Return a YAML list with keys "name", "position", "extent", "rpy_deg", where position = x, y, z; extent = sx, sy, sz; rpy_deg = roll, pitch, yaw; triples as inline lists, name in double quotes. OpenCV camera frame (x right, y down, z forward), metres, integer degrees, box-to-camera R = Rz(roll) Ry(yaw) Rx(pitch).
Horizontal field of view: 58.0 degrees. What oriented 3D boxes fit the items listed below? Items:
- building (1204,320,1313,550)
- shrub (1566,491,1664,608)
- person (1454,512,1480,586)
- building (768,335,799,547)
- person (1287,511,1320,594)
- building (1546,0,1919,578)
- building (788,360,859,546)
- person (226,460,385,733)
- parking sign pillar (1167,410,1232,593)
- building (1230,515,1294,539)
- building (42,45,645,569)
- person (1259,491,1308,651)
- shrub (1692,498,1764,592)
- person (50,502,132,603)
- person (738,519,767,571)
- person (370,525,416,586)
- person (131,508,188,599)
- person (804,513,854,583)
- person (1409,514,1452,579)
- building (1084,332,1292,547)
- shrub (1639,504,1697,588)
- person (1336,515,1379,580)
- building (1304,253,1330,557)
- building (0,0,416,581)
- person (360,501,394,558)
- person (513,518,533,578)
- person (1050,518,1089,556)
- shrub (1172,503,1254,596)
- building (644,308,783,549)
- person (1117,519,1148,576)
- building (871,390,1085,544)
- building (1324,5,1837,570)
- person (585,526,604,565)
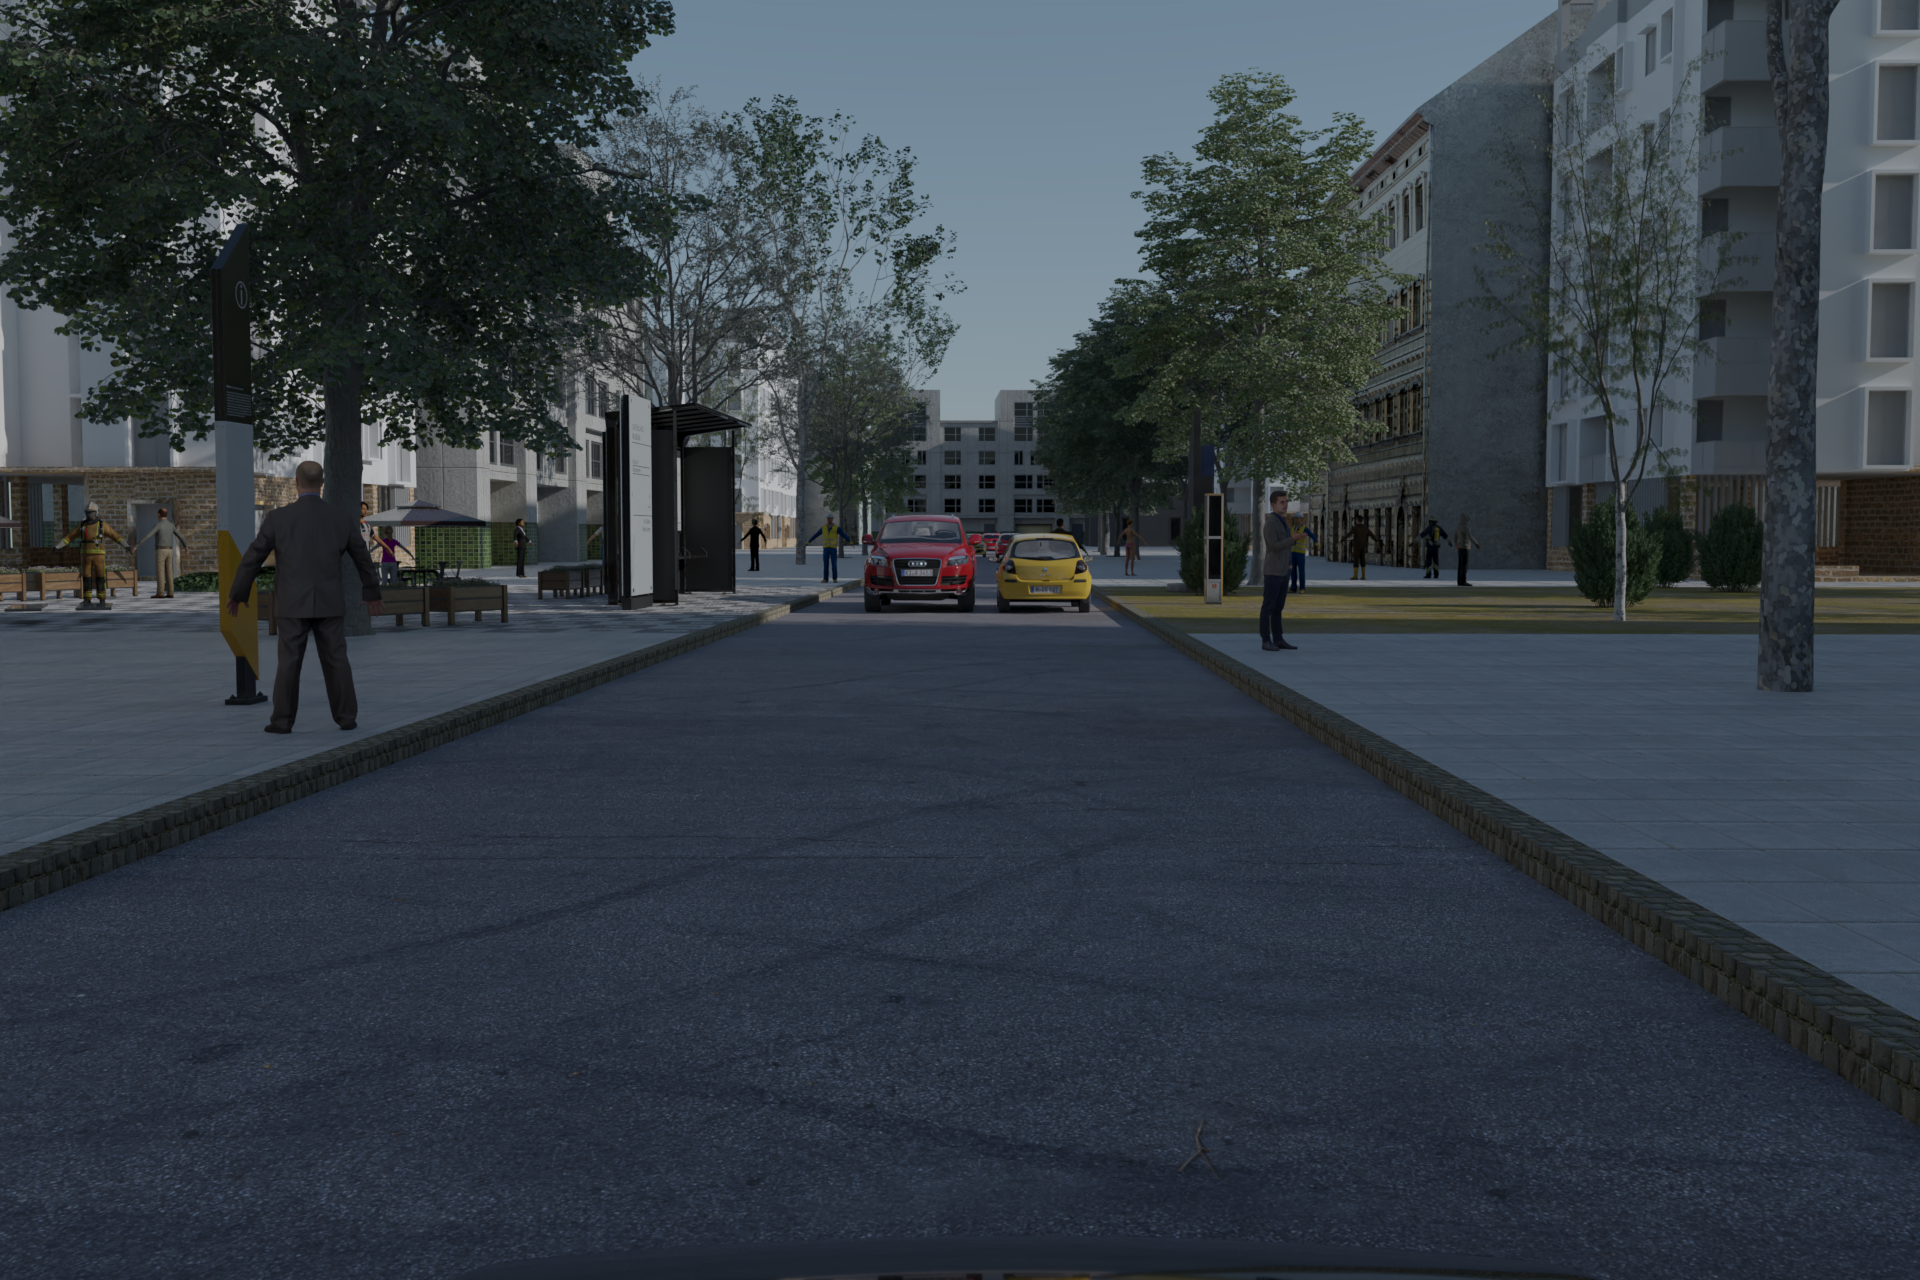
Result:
- name: "building"
  position: [26.536, -18.041, 151.386]
  extent: [16.016, 20.090, 11.380]
  rpy_deg: [0, 4, 2]
- name: "shrub"
  position: [11.487, -1.588, 30.380]
  extent: [1.690, 2.028, 1.600]
  rpy_deg: [0, 3, 0]
- name: "person"
  position: [12.429, -2.233, 42.631]
  extent: [0.705, 1.813, 1.348]
  rpy_deg: [0, 4, -7]
- name: "building"
  position: [-21.749, -18.937, 166.044]
  extent: [16.016, 20.090, 11.380]
  rpy_deg: [0, 4, 1]
- name: "person"
  position: [7.261, -1.894, 37.434]
  extent: [1.216, 1.772, 0.721]
  rpy_deg: [3, 5, 44]
- name: "building"
  position: [25.622, -12.364, 58.577]
  extent: [16.016, 20.090, 11.380]
  rpy_deg: [0, 4, 1]
- name: "building"
  position: [-21.409, -22.161, 193.253]
  extent: [19.493, 23.208, 18.063]
  rpy_deg: [0, 4, 2]
- name: "person"
  position: [-4.260, -0.286, 11.278]
  extent: [0.990, 1.755, 0.434]
  rpy_deg: [-2, 4, -31]
- name: "parking sign pillar"
  position: [5.316, -3.051, 38.359]
  extent: [1.447, 3.967, 1.447]
  rpy_deg: [0, 4, 2]
- name: "building"
  position: [29.883, -19.186, 170.108]
  extent: [16.016, 20.090, 11.380]
  rpy_deg: [0, 4, 2]
- name: "building"
  position: [-25.804, -12.988, 78.806]
  extent: [16.747, 18.905, 31.486]
  rpy_deg: [0, 4, 1]
- name: "person"
  position: [3.624, -0.762, 19.028]
  extent: [0.617, 1.759, 0.750]
  rpy_deg: [-3, 5, -45]
- name: "shrub"
  position: [17.130, -2.095, 38.291]
  extent: [1.661, 2.075, 1.752]
  rpy_deg: [0, 3, 0]
- name: "person"
  position: [-15.668, -1.561, 31.286]
  extent: [1.354, 1.858, 0.705]
  rpy_deg: [-1, 4, -14]
- name: "person"
  position: [-7.120, -3.281, 59.830]
  extent: [0.705, 1.806, 1.347]
  rpy_deg: [3, 5, 39]
- name: "person"
  position: [-10.095, -1.303, 30.568]
  extent: [0.991, 1.433, 0.599]
  rpy_deg: [-2, 4, -32]
- name: "person"
  position: [-15.871, -1.724, 34.465]
  extent: [0.705, 1.796, 1.348]
  rpy_deg: [2, 4, 24]
- name: "person"
  position: [-3.434, -2.431, 45.711]
  extent: [1.349, 1.833, 0.705]
  rpy_deg: [0, 4, 8]
- name: "person"
  position: [13.622, -2.703, 49.976]
  extent: [1.354, 1.856, 0.705]
  rpy_deg: [-1, 4, -14]
- name: "building"
  position: [27.653, -21.254, 191.484]
  extent: [27.936, 21.610, 32.646]
  rpy_deg: [0, 4, 2]
- name: "shrub"
  position: [16.865, -2.274, 41.597]
  extent: [1.690, 2.028, 1.600]
  rpy_deg: [0, 3, 0]
- name: "person"
  position: [11.185, -2.595, 48.565]
  extent: [1.346, 1.812, 0.704]
  rpy_deg: [-1, 4, -17]
- name: "building"
  position: [29.455, -15.912, 91.086]
  extent: [19.493, 23.208, 18.063]
  rpy_deg: [0, 4, 1]
- name: "building"
  position: [-24.586, -11.748, 48.497]
  extent: [16.016, 20.090, 11.380]
  rpy_deg: [0, 4, 1]
- name: "person"
  position: [-9.839, -1.369, 28.521]
  extent: [0.704, 1.843, 1.345]
  rpy_deg: [1, 4, 19]
- name: "person"
  position: [-12.816, -2.697, 50.820]
  extent: [0.721, 1.740, 1.216]
  rpy_deg: [0, 4, 8]
- name: "person"
  position: [2.401, -2.012, 41.488]
  extent: [1.346, 1.812, 0.704]
  rpy_deg: [1, 4, 14]
- name: "shrub"
  position: [5.286, -1.947, 36.256]
  extent: [1.690, 2.028, 1.600]
  rpy_deg: [0, 3, 0]
- name: "building"
  position: [-21.582, -17.711, 146.002]
  extent: [16.016, 20.090, 11.380]
  rpy_deg: [0, 4, 2]
- name: "person"
  position: [5.290, -2.845, 53.319]
  extent: [0.721, 1.733, 1.217]
  rpy_deg: [-3, 5, -44]
- name: "building"
  position: [4.719, -21.412, 218.995]
  extent: [31.486, 18.905, 16.747]
  rpy_deg: [0, 4, -1]
- name: "building"
  position: [26.137, -14.659, 70.611]
  extent: [19.493, 23.208, 18.063]
  rpy_deg: [0, 4, 1]
- name: "person"
  position: [-10.427, -2.780, 51.313]
  extent: [1.347, 1.847, 0.705]
  rpy_deg: [0, 4, -5]
